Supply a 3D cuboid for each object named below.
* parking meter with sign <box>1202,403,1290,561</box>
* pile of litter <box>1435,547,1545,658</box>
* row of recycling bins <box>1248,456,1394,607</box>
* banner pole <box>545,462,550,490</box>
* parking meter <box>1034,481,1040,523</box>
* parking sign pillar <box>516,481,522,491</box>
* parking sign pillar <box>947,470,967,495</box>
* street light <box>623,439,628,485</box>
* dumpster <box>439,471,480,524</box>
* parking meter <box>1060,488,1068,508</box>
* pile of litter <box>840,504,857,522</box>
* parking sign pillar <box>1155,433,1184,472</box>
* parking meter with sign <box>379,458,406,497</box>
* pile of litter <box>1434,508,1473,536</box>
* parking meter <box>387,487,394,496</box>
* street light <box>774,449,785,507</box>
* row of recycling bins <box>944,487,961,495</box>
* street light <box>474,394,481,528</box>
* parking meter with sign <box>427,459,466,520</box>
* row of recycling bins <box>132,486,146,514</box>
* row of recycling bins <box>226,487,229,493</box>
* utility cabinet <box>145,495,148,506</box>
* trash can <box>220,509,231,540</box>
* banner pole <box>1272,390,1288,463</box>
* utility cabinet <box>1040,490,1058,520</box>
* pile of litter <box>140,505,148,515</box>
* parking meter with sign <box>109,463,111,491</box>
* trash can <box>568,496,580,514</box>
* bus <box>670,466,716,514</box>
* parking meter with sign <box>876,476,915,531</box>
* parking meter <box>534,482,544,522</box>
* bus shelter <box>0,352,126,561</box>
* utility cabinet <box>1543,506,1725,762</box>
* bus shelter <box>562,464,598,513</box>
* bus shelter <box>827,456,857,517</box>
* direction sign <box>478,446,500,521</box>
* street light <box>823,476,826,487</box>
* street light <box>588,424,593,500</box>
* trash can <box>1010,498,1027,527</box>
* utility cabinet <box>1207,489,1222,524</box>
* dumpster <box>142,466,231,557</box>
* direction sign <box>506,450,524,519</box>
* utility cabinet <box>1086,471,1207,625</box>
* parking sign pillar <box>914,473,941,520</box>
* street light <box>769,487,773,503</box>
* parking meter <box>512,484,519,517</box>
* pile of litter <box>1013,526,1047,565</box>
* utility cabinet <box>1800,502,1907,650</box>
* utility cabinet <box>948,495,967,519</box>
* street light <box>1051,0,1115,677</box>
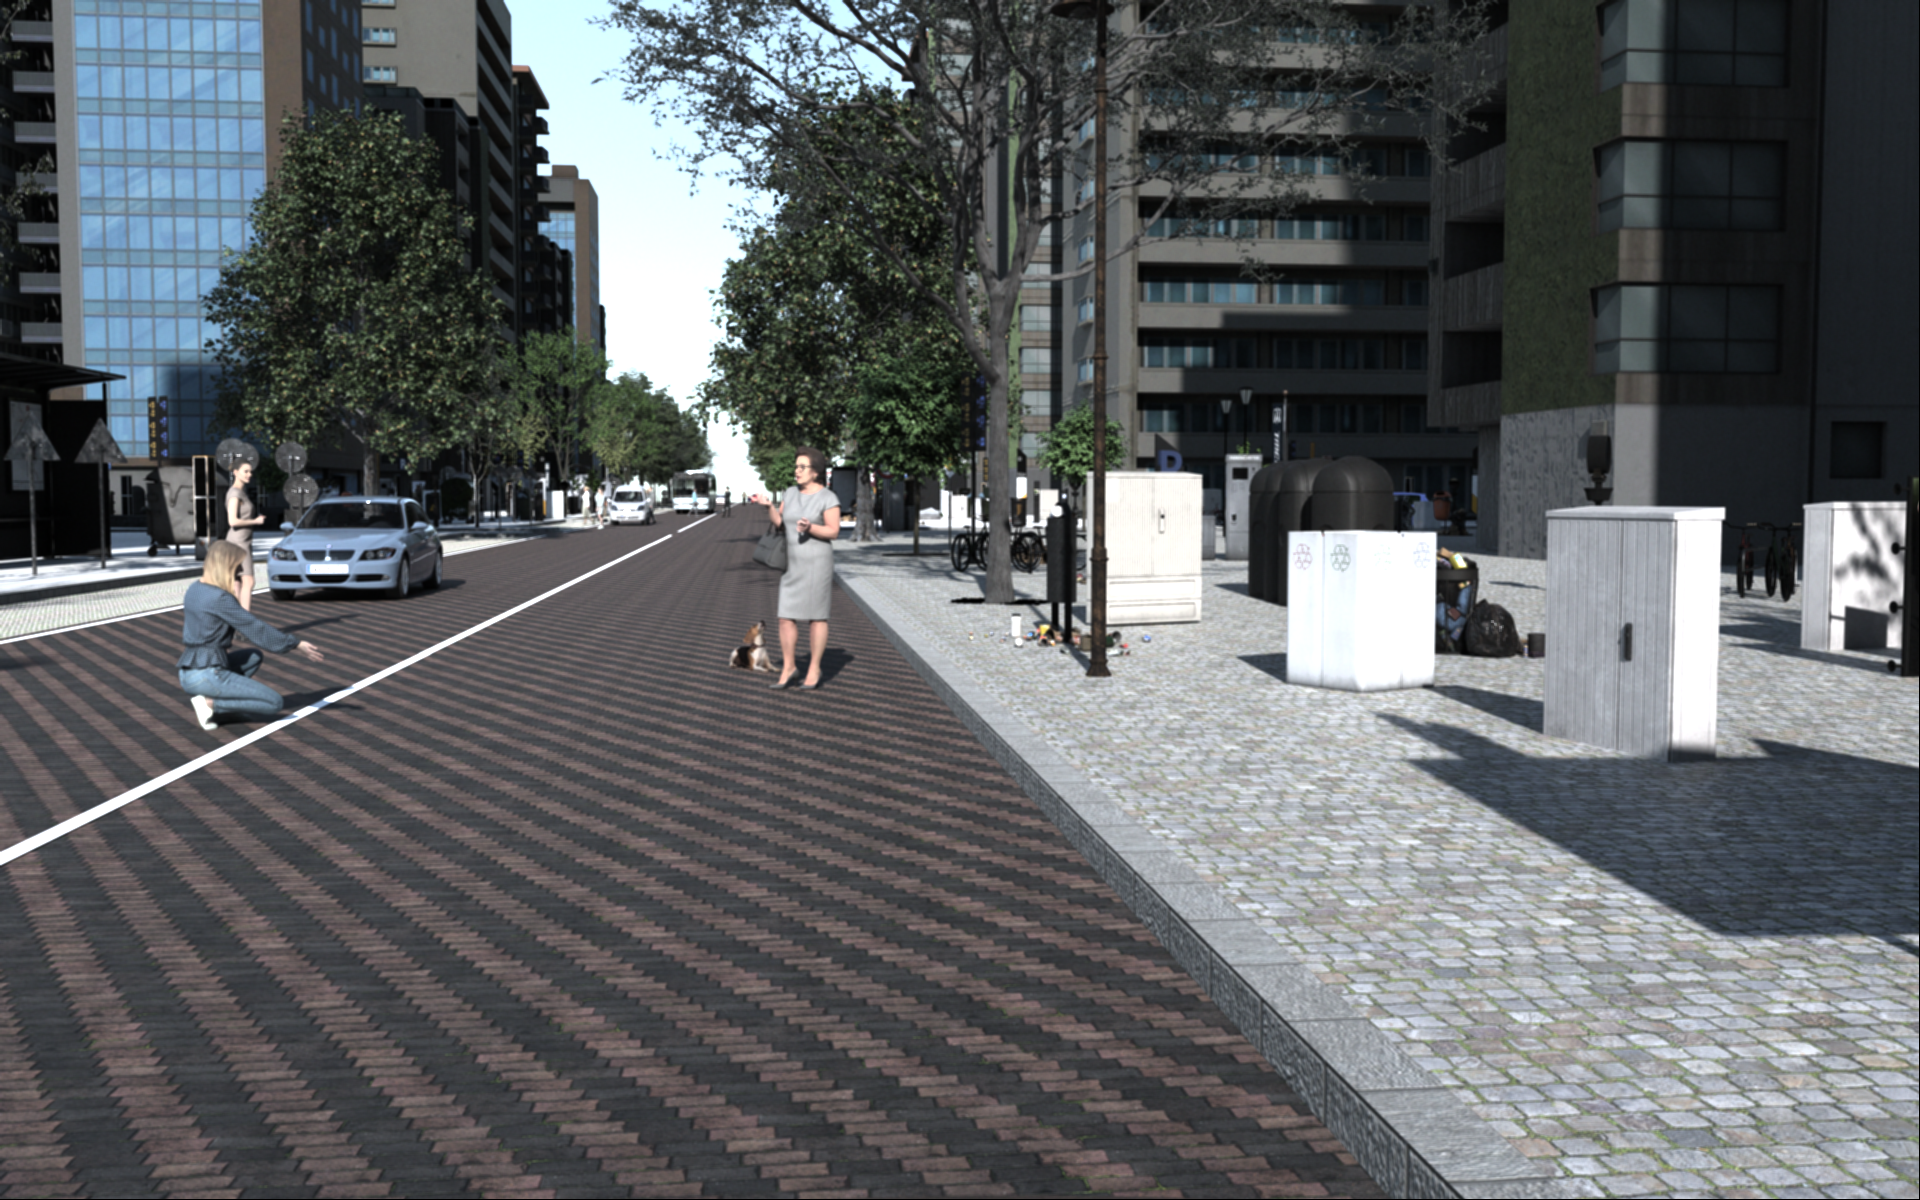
[{"bbox_3d":[5.459,-2.275,33.455,1.738,3.016,0.543,0,4,6],"label":"parking meter with sign"},{"bbox_3d":[4.081,-0.012,14.158,1.176,0.858,1.719,-2,4,-35],"label":"pile of litter"},{"bbox_3d":[4.119,-0.800,20.193,1.069,1.692,3.534,0,4,-5],"label":"row of recycling bins"},{"bbox_3d":[-28.659,-7.940,119.836,0.863,3.779,0.401,2,4,33],"label":"banner pole"},{"bbox_3d":[3.397,-4.337,76.617,0.255,1.863,0.399,0,4,4],"label":"parking meter"},{"bbox_3d":[-34.612,-9.007,135.733,1.447,3.967,1.447,0,4,-5],"label":"parking sign pillar"},{"bbox_3d":[-0.205,-7.901,117.647,1.447,3.967,1.447,1,4,21],"label":"parking sign pillar"},{"bbox_3d":[-27.351,-10.358,142.133,0.468,5.910,1.993,0,4,-7],"label":"street light"},{"bbox_3d":[-21.462,-4.383,74.156,1.502,2.255,1.985,0,4,-6],"label":"dumpster"},{"bbox_3d":[4.499,-4.078,75.084,0.372,1.533,0.369,0,3,0],"label":"parking meter"},{"bbox_3d":[-5.135,-4.113,81.213,1.176,0.858,1.719,1,4,22],"label":"pile of litter"},{"bbox_3d":[9.328,-5.421,77.100,1.447,3.967,1.447,-2,4,-24],"label":"parking sign pillar"},{"bbox_3d":[-28.064,-5.422,84.915,1.738,3.016,0.543,1,4,14],"label":"parking meter with sign"},{"bbox_3d":[15.217,-2.419,53.514,1.176,0.858,1.719,0,4,5],"label":"pile of litter"},{"bbox_3d":[-21.291,-3.460,64.985,0.372,1.533,0.369,0,3,0],"label":"parking meter"},{"bbox_3d":[-17.777,-12.106,170.728,0.468,5.910,1.993,0,4,-7],"label":"street light"},{"bbox_3d":[-1.144,-6.154,107.726,3.534,1.692,1.069,2,4,32],"label":"row of recycling bins"},{"bbox_3d":[-18.478,-5.708,66.112,0.468,5.910,1.993,0,4,-7],"label":"street light"},{"bbox_3d":[-25.157,-5.421,84.893,1.738,3.016,0.543,-1,4,-11],"label":"parking meter with sign"},{"bbox_3d":[-38.391,-4.697,83.909,3.534,1.692,1.069,-1,4,-22],"label":"row of recycling bins"},{"bbox_3d":[-32.204,-4.124,74.532,1.069,1.692,3.534,0,4,-2],"label":"row of recycling bins"},{"bbox_3d":[-40.305,-4.570,85.881,1.020,1.237,0.306,0,4,5],"label":"utility cabinet"},{"bbox_3d":[-17.261,-1.796,41.024,0.748,1.137,0.748,0,3,0],"label":"trash can"},{"bbox_3d":[7.752,-3.178,41.977,0.401,3.779,0.863,-1,4,-18],"label":"banner pole"},{"bbox_3d":[4.294,-4.628,84.347,0.318,1.500,1.173,3,5,43],"label":"utility cabinet"},{"bbox_3d":[-31.424,-3.234,66.845,1.719,0.858,1.176,0,4,3],"label":"pile of litter"},{"bbox_3d":[-41.703,-5.399,84.533,0.543,3.016,1.738,-2,4,-25],"label":"parking meter with sign"},{"bbox_3d":[-24.345,-5.961,109.114,0.748,1.137,0.748,0,3,0],"label":"trash can"},{"bbox_3d":[-19.718,-8.202,128.965,2.948,3.499,13.247,0,4,-6],"label":"bus"},{"bbox_3d":[-2.280,-3.898,59.987,0.543,3.016,1.738,3,5,43],"label":"parking meter with sign"},{"bbox_3d":[-19.713,-4.607,81.038,0.255,1.863,0.399,2,4,26],"label":"parking meter"},{"bbox_3d":[-17.098,-2.458,31.466,1.731,3.624,6.357,0,4,-7],"label":"bus shelter"},{"bbox_3d":[3.375,0.146,8.768,0.306,1.237,1.020,-1,4,-16],"label":"utility cabinet"},{"bbox_3d":[-26.186,-7.699,119.794,2.014,3.302,5.546,0,4,-7],"label":"bus shelter"},{"bbox_3d":[-6.189,-6.192,95.166,2.014,3.302,5.546,0,4,-7],"label":"bus shelter"},{"bbox_3d":[-22.239,-5.517,82.202,0.876,3.537,0.379,-2,4,-34],"label":"direction sign"},{"bbox_3d":[-4.600,-5.259,58.773,0.468,5.910,1.993,0,4,-7],"label":"street light"},{"bbox_3d":[-23.992,-8.561,112.760,0.468,5.910,1.993,0,4,-7],"label":"street light"},{"bbox_3d":[2.292,-3.428,67.700,0.748,1.137,0.748,0,3,0],"label":"trash can"},{"bbox_3d":[10.635,-3.992,73.943,1.173,1.500,0.318,-2,4,-33],"label":"utility cabinet"},{"bbox_3d":[-16.185,-1.866,36.274,1.264,1.857,1.865,0,4,-7],"label":"dumpster"},{"bbox_3d":[-22.639,-5.879,88.112,0.876,3.537,0.379,-2,4,-23],"label":"direction sign"},{"bbox_3d":[1.822,-0.510,17.024,1.173,1.500,0.318,-2,4,-28],"label":"utility cabinet"},{"bbox_3d":[-1.670,-6.059,87.541,1.447,3.967,1.447,1,4,10],"label":"parking sign pillar"},{"bbox_3d":[-27.488,-17.175,253.592,0.468,5.910,1.993,0,4,-7],"label":"street light"},{"bbox_3d":[-24.635,-5.524,96.029,0.255,1.863,0.399,1,4,18],"label":"parking meter"},{"bbox_3d":[1.548,-1.115,32.194,1.176,0.858,1.719,1,4,19],"label":"pile of litter"},{"bbox_3d":[7.522,-0.206,14.524,1.020,1.237,0.306,-2,4,-25],"label":"utility cabinet"},{"bbox_3d":[-0.112,-4.716,88.265,1.020,1.237,0.306,-2,4,-33],"label":"utility cabinet"},{"bbox_3d":[0.978,-2.401,12.051,0.468,5.910,1.993,0,4,-7],"label":"street light"}]
